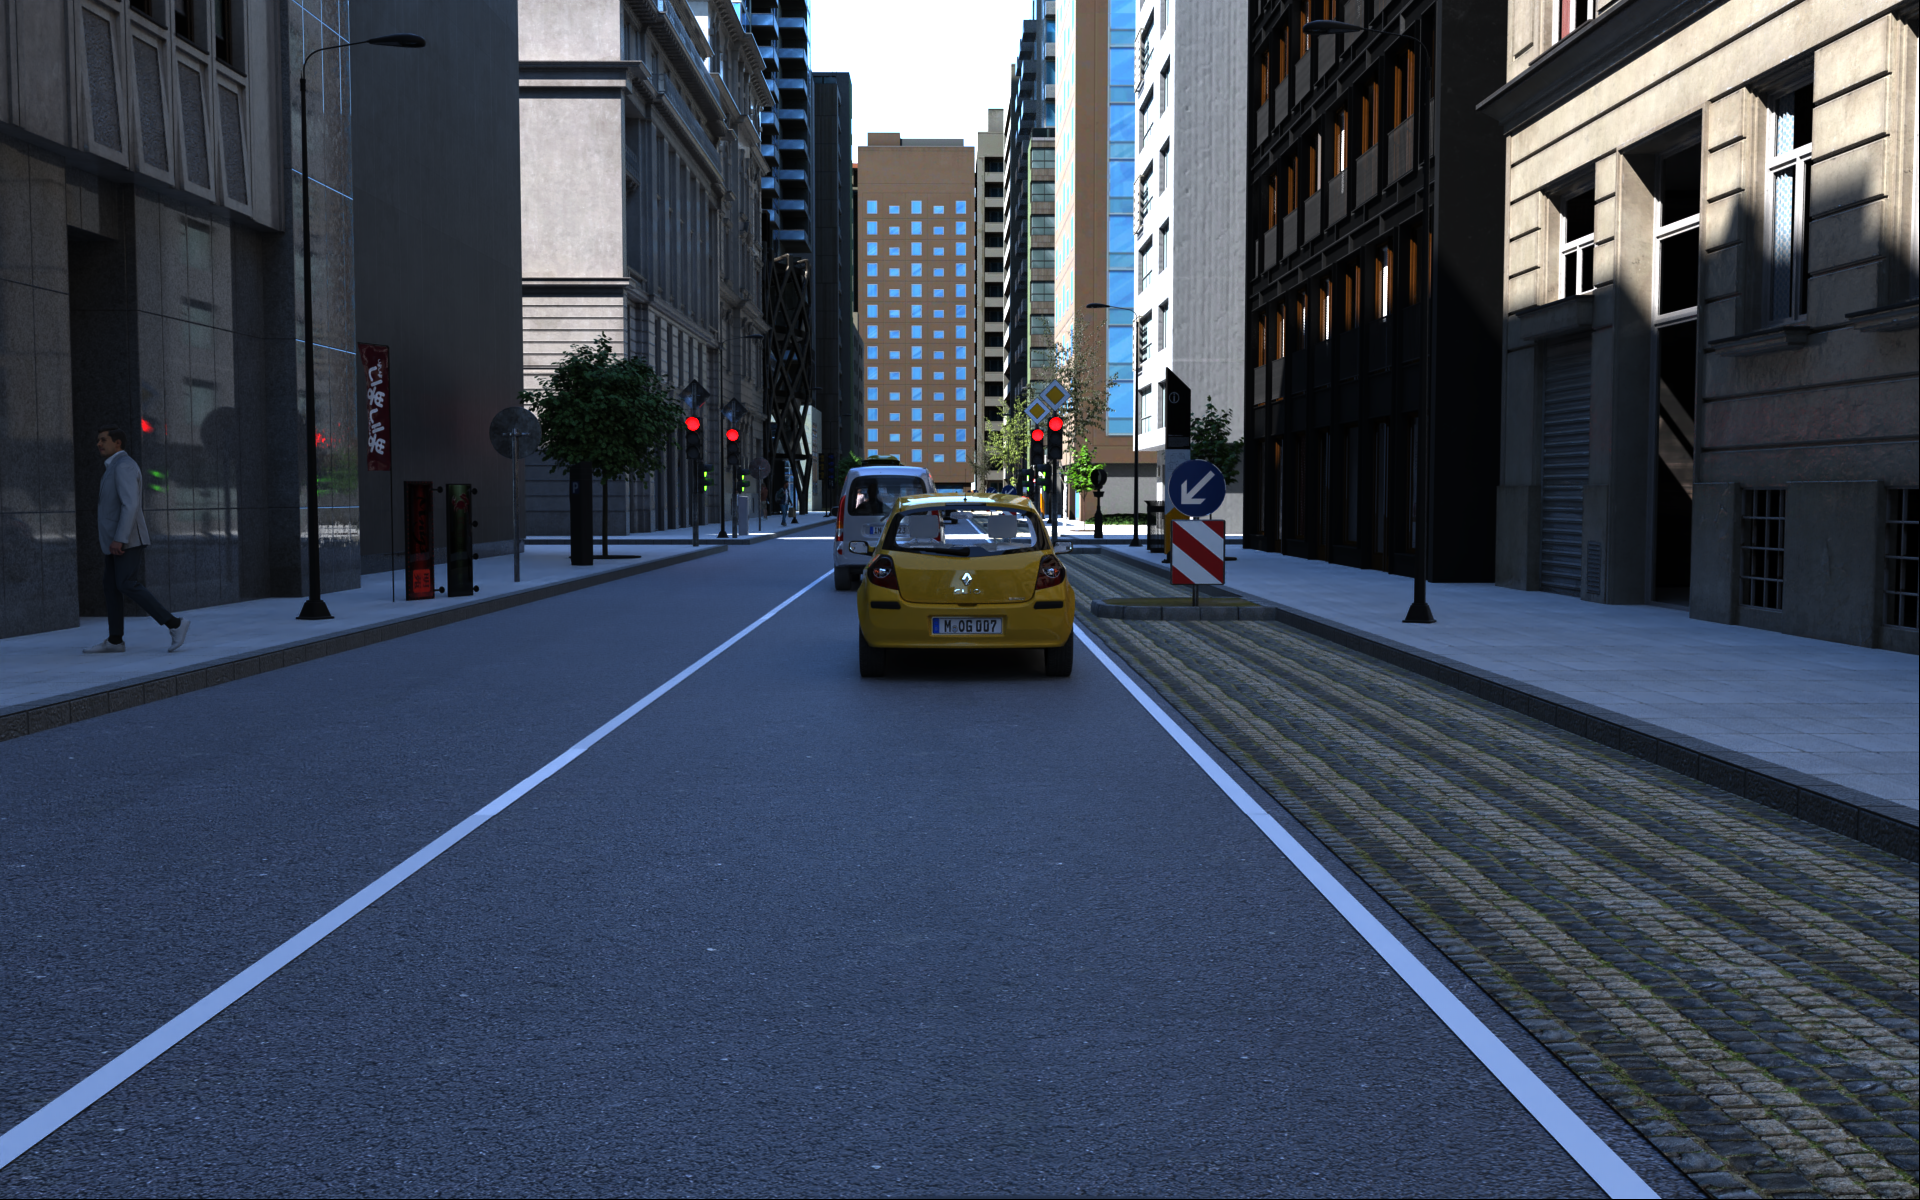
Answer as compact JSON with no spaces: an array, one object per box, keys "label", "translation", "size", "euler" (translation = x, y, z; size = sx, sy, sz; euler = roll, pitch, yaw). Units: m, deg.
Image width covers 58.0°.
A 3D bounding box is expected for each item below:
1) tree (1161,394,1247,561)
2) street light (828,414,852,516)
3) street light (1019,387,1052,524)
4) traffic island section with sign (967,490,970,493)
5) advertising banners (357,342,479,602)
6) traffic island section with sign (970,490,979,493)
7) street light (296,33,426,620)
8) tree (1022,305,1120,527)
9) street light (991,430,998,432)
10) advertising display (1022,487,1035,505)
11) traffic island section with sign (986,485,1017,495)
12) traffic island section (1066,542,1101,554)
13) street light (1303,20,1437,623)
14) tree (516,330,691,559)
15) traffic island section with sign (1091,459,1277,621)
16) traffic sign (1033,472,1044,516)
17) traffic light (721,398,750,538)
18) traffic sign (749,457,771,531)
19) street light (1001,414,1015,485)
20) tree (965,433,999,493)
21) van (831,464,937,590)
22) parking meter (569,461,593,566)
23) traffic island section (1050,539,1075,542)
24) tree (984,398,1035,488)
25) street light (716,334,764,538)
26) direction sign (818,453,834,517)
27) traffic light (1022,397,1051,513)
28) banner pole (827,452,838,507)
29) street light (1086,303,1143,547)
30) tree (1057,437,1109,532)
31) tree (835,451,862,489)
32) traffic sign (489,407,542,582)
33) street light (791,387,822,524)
[{"label":"tree","translation":[4.733,-2.387,33.627],"size":[1.663,3.219,1.824],"euler":[0,3,0]},{"label":"street light","translation":[-6.992,-7.856,100.984],"size":[1.470,5.913,1.316],"euler":[0,4,-1]},{"label":"street light","translation":[3.381,-6.275,75.145],"size":[1.470,5.913,1.316],"euler":[0,4,-1]},{"label":"traffic island section with sign","translation":[1.211,-8.842,153.190],"size":[1.989,1.847,2.006],"euler":[0,4,-1]},{"label":"advertising banners","translation":[-6.539,-1.516,20.967],"size":[0.090,3.025,2.074],"euler":[1,4,22]},{"label":"traffic island section with sign","translation":[1.736,-5.745,102.566],"size":[1.989,1.847,2.006],"euler":[0,4,-1]},{"label":"street light","translation":[-6.089,-2.758,17.627],"size":[1.470,5.913,1.316],"euler":[0,4,-1]},{"label":"tree","translation":[4.202,-7.215,68.328],"size":[4.360,8.622,3.978],"euler":[0,3,0]},{"label":"street light","translation":[2.963,-9.359,125.564],"size":[1.470,5.913,1.316],"euler":[0,4,-1]},{"label":"advertising display","translation":[3.732,-5.242,90.913],"size":[0.974,1.923,0.123],"euler":[1,4,23]},{"label":"traffic island section with sign","translation":[2.018,-4.097,75.612],"size":[1.989,1.847,2.006],"euler":[0,4,-1]},{"label":"traffic island section","translation":[2.343,-1.239,42.535],"size":[2.009,0.180,2.903],"euler":[0,4,-1]},{"label":"street light","translation":[4.059,-2.729,17.162],"size":[1.470,5.913,1.316],"euler":[0,4,-1]},{"label":"tree","translation":[-7.070,-3.115,34.643],"size":[4.285,4.588,4.351],"euler":[0,3,0]},{"label":"traffic island section with sign","translation":[2.576,-0.722,20.426],"size":[1.989,1.847,2.006],"euler":[0,4,-1]},{"label":"traffic sign","translation":[3.877,-5.135,83.963],"size":[0.884,2.594,0.081],"euler":[0,4,5]},{"label":"traffic light","translation":[-6.539,-3.754,50.300],"size":[0.839,4.253,0.868],"euler":[0,4,-1]},{"label":"traffic sign","translation":[-6.964,-3.674,60.173],"size":[0.768,2.556,0.104],"euler":[0,4,1]},{"label":"street light","translation":[3.156,-7.817,100.346],"size":[1.470,5.913,1.316],"euler":[0,4,-1]},{"label":"tree","translation":[2.816,-15.437,202.750],"size":[4.360,8.622,3.978],"euler":[0,3,0]},{"label":"van","translation":[-1.062,-1.237,27.243],"size":[2.013,2.044,4.112],"euler":[0,4,0]},{"label":"parking meter","translation":[-6.813,-1.556,31.149],"size":[0.399,1.863,0.255],"euler":[3,5,42]},{"label":"traffic island section","translation":[2.261,-1.727,50.520],"size":[2.009,0.180,2.903],"euler":[0,4,-1]},{"label":"tree","translation":[3.895,-10.922,128.943],"size":[4.737,8.622,4.395],"euler":[0,3,0]},{"label":"street light","translation":[-6.404,-4.770,50.524],"size":[1.470,5.913,1.316],"euler":[0,4,-1]},{"label":"direction sign","translation":[-7.408,-6.359,95.963],"size":[0.876,3.537,0.379],"euler":[1,4,11]},{"label":"traffic light","translation":[2.221,-3.761,50.406],"size":[0.839,4.253,0.868],"euler":[0,4,-1]},{"label":"banner pole","translation":[-7.461,-6.872,102.375],"size":[0.863,3.779,0.401],"euler":[1,4,17]},{"label":"street light","translation":[3.770,-4.266,42.284],"size":[1.470,5.913,1.316],"euler":[0,4,-1]},{"label":"tree","translation":[4.287,-3.941,59.040],"size":[1.663,3.219,1.824],"euler":[0,3,0]},{"label":"tree","translation":[-8.073,-8.953,130.092],"size":[4.285,4.588,4.351],"euler":[0,3,0]},{"label":"traffic sign","translation":[-6.484,-1.539,25.274],"size":[0.768,2.556,0.104],"euler":[0,3,0]},{"label":"street light","translation":[-6.682,-6.295,75.462],"size":[1.470,5.913,1.316],"euler":[0,4,-1]}]
